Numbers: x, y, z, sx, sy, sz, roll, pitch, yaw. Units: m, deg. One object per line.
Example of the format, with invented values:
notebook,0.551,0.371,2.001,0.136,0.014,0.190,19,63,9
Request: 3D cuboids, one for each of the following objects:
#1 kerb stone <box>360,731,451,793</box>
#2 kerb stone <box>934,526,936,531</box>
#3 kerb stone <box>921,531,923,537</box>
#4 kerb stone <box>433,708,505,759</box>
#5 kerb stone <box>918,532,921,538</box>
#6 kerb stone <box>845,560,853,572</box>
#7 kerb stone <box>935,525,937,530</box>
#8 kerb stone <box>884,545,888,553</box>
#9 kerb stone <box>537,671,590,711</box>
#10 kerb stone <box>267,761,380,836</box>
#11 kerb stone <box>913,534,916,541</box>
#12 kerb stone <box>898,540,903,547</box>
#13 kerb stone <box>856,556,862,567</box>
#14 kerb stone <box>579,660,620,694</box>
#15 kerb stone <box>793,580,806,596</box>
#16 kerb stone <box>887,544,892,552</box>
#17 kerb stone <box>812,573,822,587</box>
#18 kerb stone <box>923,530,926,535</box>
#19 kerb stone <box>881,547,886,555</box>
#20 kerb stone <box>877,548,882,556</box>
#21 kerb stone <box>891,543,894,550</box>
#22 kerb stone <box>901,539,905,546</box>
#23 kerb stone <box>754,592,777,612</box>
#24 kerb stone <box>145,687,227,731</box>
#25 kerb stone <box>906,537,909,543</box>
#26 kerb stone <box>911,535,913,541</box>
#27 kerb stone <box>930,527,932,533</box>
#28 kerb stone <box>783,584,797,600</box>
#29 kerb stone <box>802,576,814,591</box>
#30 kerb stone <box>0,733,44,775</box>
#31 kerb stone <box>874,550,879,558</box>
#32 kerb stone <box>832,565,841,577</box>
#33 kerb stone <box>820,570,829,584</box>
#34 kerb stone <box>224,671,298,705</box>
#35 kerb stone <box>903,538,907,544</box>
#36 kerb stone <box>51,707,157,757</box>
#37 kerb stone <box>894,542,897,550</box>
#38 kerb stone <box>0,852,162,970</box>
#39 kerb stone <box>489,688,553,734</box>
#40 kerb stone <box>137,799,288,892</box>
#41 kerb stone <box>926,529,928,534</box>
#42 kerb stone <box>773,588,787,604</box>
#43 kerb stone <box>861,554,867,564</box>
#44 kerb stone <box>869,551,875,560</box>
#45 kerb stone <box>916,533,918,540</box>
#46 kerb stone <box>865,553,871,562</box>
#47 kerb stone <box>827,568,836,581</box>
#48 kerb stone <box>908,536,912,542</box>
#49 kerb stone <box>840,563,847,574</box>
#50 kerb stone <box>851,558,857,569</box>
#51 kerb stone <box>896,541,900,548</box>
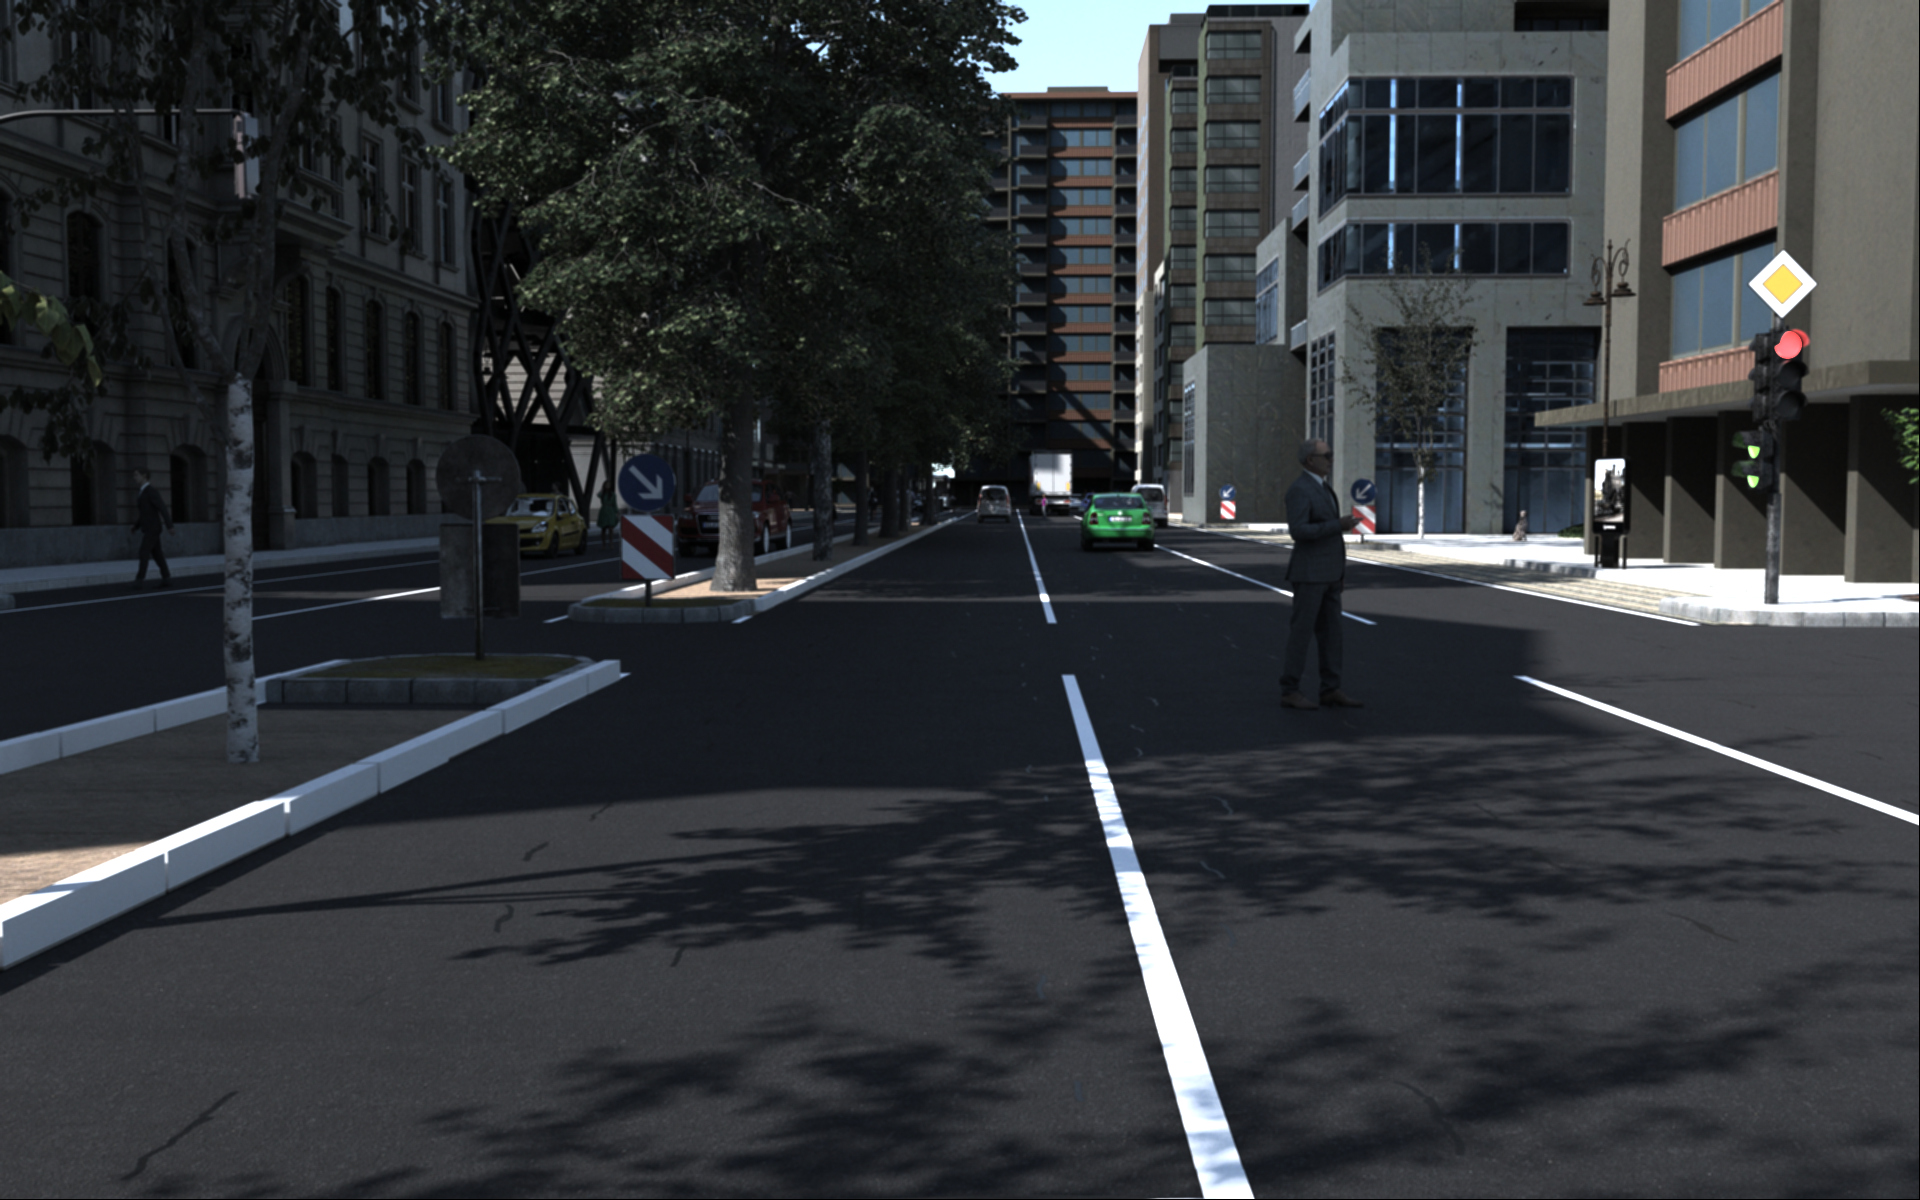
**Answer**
kerb stone,-2.818,0.821,8.786,0.120,0.150,1.000,0,4,2
kerb stone,-1.098,-2.656,65.634,0.120,0.150,1.000,0,4,2
kerb stone,-1.383,-2.092,56.399,0.120,0.150,1.000,0,4,2
kerb stone,-2.801,0.764,9.810,0.120,0.150,1.000,0,4,2
kerb stone,-1.406,-2.023,55.376,0.120,0.150,1.000,0,4,2
kerb stone,-2.126,-0.587,31.801,0.120,0.150,1.000,0,4,2
kerb stone,-1.073,-2.714,66.661,0.120,0.150,1.000,0,4,2
kerb stone,-1.856,-1.151,41.025,0.120,0.150,1.000,0,4,2
kerb stone,-2.736,0.632,11.855,0.120,0.150,1.000,0,4,2
kerb stone,-2.853,0.887,7.760,0.120,0.150,1.000,0,4,2
kerb stone,-1.504,-1.841,52.299,0.120,0.150,1.000,0,4,2
kerb stone,-1.688,-1.464,46.137,0.120,0.150,1.000,0,4,2
kerb stone,-2.062,-0.713,33.856,0.120,0.150,1.000,0,4,2
kerb stone,-2.700,0.570,12.882,0.120,0.150,1.000,0,4,2
kerb stone,-2.345,-0.150,24.640,0.120,0.150,1.000,0,4,2
kerb stone,-1.817,-1.214,42.050,0.120,0.150,1.000,0,4,2
kerb stone,-2.288,-0.272,26.688,0.120,0.150,1.000,0,4,2
kerb stone,-1.319,-2.214,58.442,0.120,0.150,1.000,0,4,2
kerb stone,-1.874,-1.089,40.001,0.120,0.150,1.000,0,4,2
kerb stone,-1.914,-1.025,38.979,0.120,0.150,1.000,0,4,2
kerb stone,-1.788,-1.277,43.071,0.120,0.150,1.000,0,4,2
kerb stone,-1.658,-1.524,47.158,0.120,0.150,1.000,0,4,2
kerb stone,-2.438,0.038,21.573,0.120,0.150,1.000,0,4,2
kerb stone,-4.860,0.695,10.879,0.120,0.150,1.000,0,4,2
kerb stone,-1.597,-1.648,49.223,0.120,0.150,1.000,0,4,2
kerb stone,-1.541,-1.776,51.273,0.120,0.150,1.000,0,4,2
kerb stone,-1.196,-2.466,62.548,0.120,0.150,1.000,0,4,2
kerb stone,-2.375,-0.087,23.617,0.120,0.150,1.000,0,4,2
kerb stone,-2.318,-0.212,25.666,0.120,0.150,1.000,0,4,2
kerb stone,-4.925,0.819,8.827,0.120,0.150,1.000,0,4,2
kerb stone,-1.935,-0.964,37.950,0.120,0.150,1.000,0,4,2
kerb stone,-2.190,-0.458,29.753,0.120,0.150,1.000,0,4,2
kerb stone,-2.255,-0.335,27.709,0.120,0.150,1.000,0,4,2
kerb stone,-4.833,0.629,11.907,0.120,0.150,1.000,0,4,2
kerb stone,-1.630,-1.590,48.193,0.120,0.150,1.000,0,4,2
kerb stone,-4.893,0.758,9.854,0.120,0.150,1.000,0,4,2
kerb stone,-1.751,-1.339,44.093,0.120,0.150,1.000,0,4,2
kerb stone,-2.922,1.009,5.707,0.120,0.150,1.000,0,4,2
kerb stone,-2.756,0.695,10.834,0.120,0.150,1.000,0,4,2
kerb stone,-2.894,0.946,6.731,0.120,0.150,1.000,0,4,2
kerb stone,-1.283,-2.280,59.467,0.120,0.150,1.000,0,4,2
kerb stone,-2.414,-0.024,22.596,0.120,0.150,1.000,0,4,2
kerb stone,-2.035,-0.776,34.878,0.120,0.150,1.000,0,4,2
kerb stone,-1.976,-0.901,36.928,0.120,0.150,1.000,0,4,2
kerb stone,-1.467,-1.904,53.329,0.120,0.150,1.000,0,4,2
kerb stone,-2.003,-0.838,35.903,0.120,0.150,1.000,0,4,2
kerb stone,-2.218,-0.399,28.731,0.120,0.150,1.000,0,4,2
kerb stone,-1.567,-1.716,50.244,0.120,0.150,1.000,0,4,2
kerb stone,-2.166,-0.521,30.779,0.120,0.150,1.000,0,4,2
kerb stone,-2.097,-0.646,32.830,0.120,0.150,1.000,0,4,2
kerb stone,-1.722,-1.402,45.115,0.120,0.150,1.000,0,4,2
